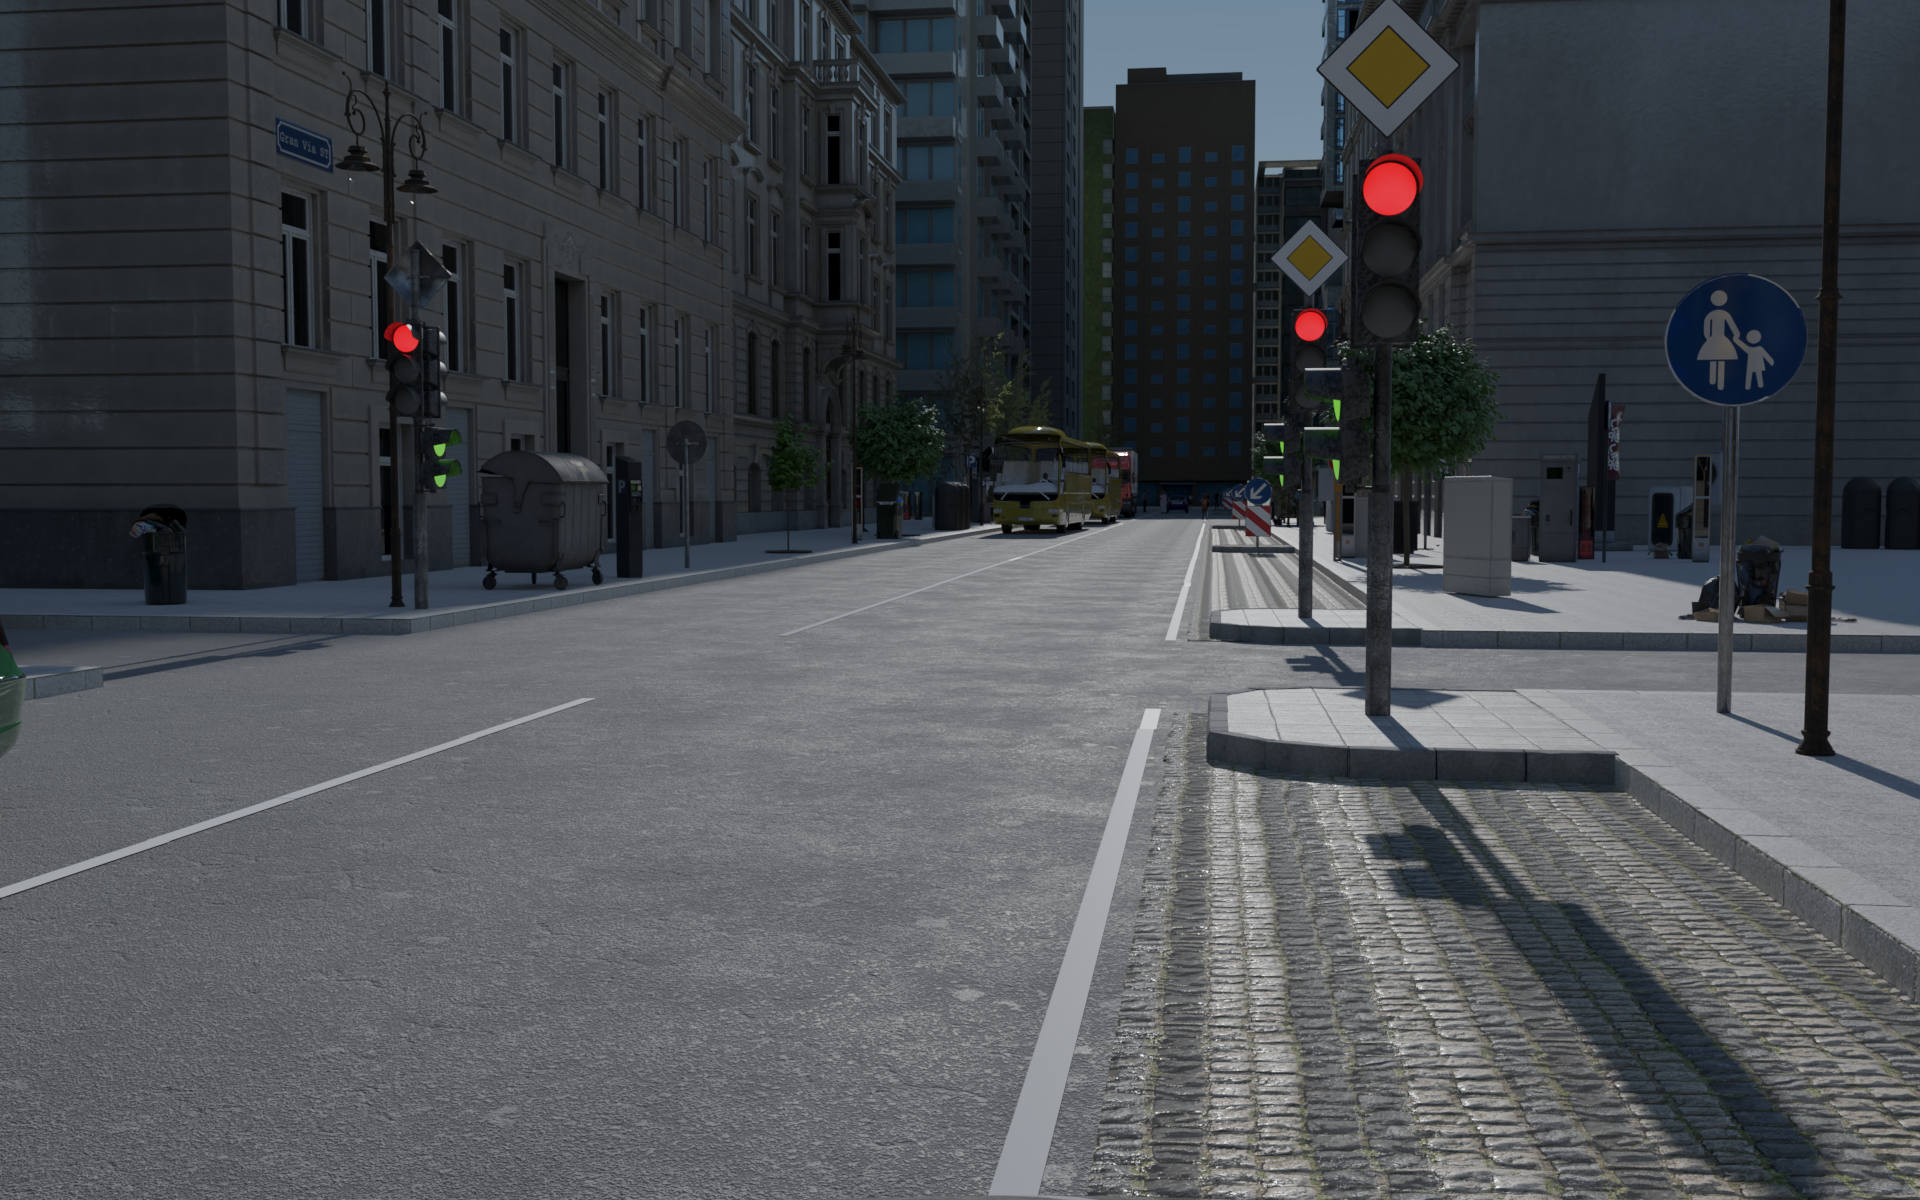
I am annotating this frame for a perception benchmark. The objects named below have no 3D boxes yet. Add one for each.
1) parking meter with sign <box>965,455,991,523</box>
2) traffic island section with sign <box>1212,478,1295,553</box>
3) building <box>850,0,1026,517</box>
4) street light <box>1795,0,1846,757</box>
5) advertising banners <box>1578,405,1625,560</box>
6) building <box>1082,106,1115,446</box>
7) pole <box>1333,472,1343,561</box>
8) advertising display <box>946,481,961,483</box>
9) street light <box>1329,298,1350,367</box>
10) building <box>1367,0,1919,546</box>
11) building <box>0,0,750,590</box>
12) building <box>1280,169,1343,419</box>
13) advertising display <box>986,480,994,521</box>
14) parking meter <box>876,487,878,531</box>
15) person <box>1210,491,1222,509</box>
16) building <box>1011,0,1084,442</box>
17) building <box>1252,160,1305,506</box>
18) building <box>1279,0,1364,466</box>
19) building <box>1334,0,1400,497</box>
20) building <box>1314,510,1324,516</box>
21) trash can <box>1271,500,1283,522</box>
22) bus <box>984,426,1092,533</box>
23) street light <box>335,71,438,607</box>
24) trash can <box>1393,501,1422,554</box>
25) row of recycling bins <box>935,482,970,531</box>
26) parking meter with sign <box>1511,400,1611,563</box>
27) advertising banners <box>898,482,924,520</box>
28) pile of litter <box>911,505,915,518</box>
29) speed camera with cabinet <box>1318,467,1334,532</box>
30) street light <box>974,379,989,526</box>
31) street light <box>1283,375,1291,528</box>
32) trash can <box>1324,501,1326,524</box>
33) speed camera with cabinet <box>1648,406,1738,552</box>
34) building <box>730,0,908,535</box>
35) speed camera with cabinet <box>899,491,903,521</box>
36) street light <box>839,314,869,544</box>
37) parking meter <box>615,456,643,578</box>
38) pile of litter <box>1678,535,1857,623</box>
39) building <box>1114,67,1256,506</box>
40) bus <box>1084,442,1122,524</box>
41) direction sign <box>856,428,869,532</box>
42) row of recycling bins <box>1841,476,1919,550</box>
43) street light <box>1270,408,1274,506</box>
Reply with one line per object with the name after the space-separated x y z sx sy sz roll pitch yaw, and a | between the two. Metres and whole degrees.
0.837 -4.947 77.139 0.543 3.016 1.738 -2 4 -26 | parking meter with sign
7.233 -2.089 42.778 1.989 1.847 2.006 1 4 8 | traffic island section with sign
-7.717 -30.005 110.192 23.786 49.044 30.456 1 4 8 | building
4.222 -2.176 8.371 0.468 5.910 1.993 1 4 8 | street light
12.221 -2.304 33.857 2.074 3.025 0.090 -2 4 -26 | advertising banners
9.964 -30.778 186.812 14.086 41.232 14.154 1 4 8 | building
7.213 -2.395 32.995 0.158 3.312 0.155 0 3 0 | pole
-0.351 -5.029 87.431 0.974 1.923 0.123 3 5 42 | advertising display
9.025 -4.177 41.082 0.468 5.910 1.993 1 4 8 | street light
20.420 -12.971 53.873 13.314 21.916 24.055 1 4 8 | building
-13.374 -14.539 34.979 12.463 27.353 25.104 1 4 8 | building
35.905 -23.493 155.815 14.160 30.474 14.107 1 4 8 | building
1.470 -4.678 81.693 0.974 1.923 0.123 -2 4 -35 | advertising display
-2.620 -3.045 58.199 0.372 1.533 0.369 0 3 0 | parking meter
23.661 -9.233 159.982 1.217 1.766 0.721 -2 4 -26 | person
0.263 -43.932 156.545 20.611 71.187 20.563 1 4 8 | building
44.067 -30.488 190.359 23.993 40.220 32.217 1 4 8 | building
36.543 -50.067 131.262 22.319 86.520 31.000 1 4 8 | building
23.928 -17.174 78.064 12.463 27.353 25.104 1 4 8 | building
38.010 -25.244 104.617 32.217 40.220 23.993 1 4 8 | building
14.820 -4.236 80.904 0.748 1.137 0.748 0 3 0 | trash can
3.258 -4.590 66.601 2.896 3.916 12.252 1 4 10 | bus
-6.408 -2.859 19.539 0.468 5.910 1.993 1 4 8 | street light
9.561 -1.570 37.322 0.748 1.137 0.748 0 3 0 | trash can
-0.218 -3.389 62.521 1.069 1.692 3.534 1 4 9 | row of recycling bins
11.302 -2.226 32.662 1.738 3.016 0.543 2 4 25 | parking meter with sign
-2.611 -5.468 85.589 2.074 3.025 0.090 3 5 40 | advertising banners
-2.498 -4.751 91.642 1.176 0.858 1.719 2 4 31 | pile of litter
12.778 -3.968 59.218 0.660 3.252 2.038 2 4 27 | speed camera with cabinet
0.870 -5.931 69.761 0.468 5.910 1.993 1 4 8 | street light
12.586 -5.714 66.204 0.468 5.910 1.993 1 4 8 | street light
15.019 -3.569 70.004 0.748 1.137 0.748 0 3 0 | trash can
16.217 -2.692 38.351 0.660 3.252 2.038 -1 4 -22 | speed camera with cabinet
-10.433 -15.029 64.805 14.460 24.649 34.723 1 4 8 | building
-3.642 -5.457 83.557 2.038 3.252 0.660 3 5 43 | speed camera with cabinet
-2.721 -4.395 44.643 0.468 5.910 1.993 1 4 8 | street light
-5.068 -1.274 26.547 0.399 1.863 0.255 3 5 43 | parking meter
8.233 -0.222 17.597 1.719 0.858 1.176 1 4 22 | pile of litter
24.012 -32.716 185.015 14.200 45.320 14.600 1 4 8 | building
6.397 -5.761 85.744 2.896 3.916 12.252 1 4 8 | bus
-3.274 -4.081 58.720 0.379 3.537 0.876 -3 4 -36 | direction sign
22.343 -2.010 39.980 3.534 1.692 1.069 1 4 23 | row of recycling bins
16.420 -7.248 91.286 0.468 5.910 1.993 1 4 8 | street light
